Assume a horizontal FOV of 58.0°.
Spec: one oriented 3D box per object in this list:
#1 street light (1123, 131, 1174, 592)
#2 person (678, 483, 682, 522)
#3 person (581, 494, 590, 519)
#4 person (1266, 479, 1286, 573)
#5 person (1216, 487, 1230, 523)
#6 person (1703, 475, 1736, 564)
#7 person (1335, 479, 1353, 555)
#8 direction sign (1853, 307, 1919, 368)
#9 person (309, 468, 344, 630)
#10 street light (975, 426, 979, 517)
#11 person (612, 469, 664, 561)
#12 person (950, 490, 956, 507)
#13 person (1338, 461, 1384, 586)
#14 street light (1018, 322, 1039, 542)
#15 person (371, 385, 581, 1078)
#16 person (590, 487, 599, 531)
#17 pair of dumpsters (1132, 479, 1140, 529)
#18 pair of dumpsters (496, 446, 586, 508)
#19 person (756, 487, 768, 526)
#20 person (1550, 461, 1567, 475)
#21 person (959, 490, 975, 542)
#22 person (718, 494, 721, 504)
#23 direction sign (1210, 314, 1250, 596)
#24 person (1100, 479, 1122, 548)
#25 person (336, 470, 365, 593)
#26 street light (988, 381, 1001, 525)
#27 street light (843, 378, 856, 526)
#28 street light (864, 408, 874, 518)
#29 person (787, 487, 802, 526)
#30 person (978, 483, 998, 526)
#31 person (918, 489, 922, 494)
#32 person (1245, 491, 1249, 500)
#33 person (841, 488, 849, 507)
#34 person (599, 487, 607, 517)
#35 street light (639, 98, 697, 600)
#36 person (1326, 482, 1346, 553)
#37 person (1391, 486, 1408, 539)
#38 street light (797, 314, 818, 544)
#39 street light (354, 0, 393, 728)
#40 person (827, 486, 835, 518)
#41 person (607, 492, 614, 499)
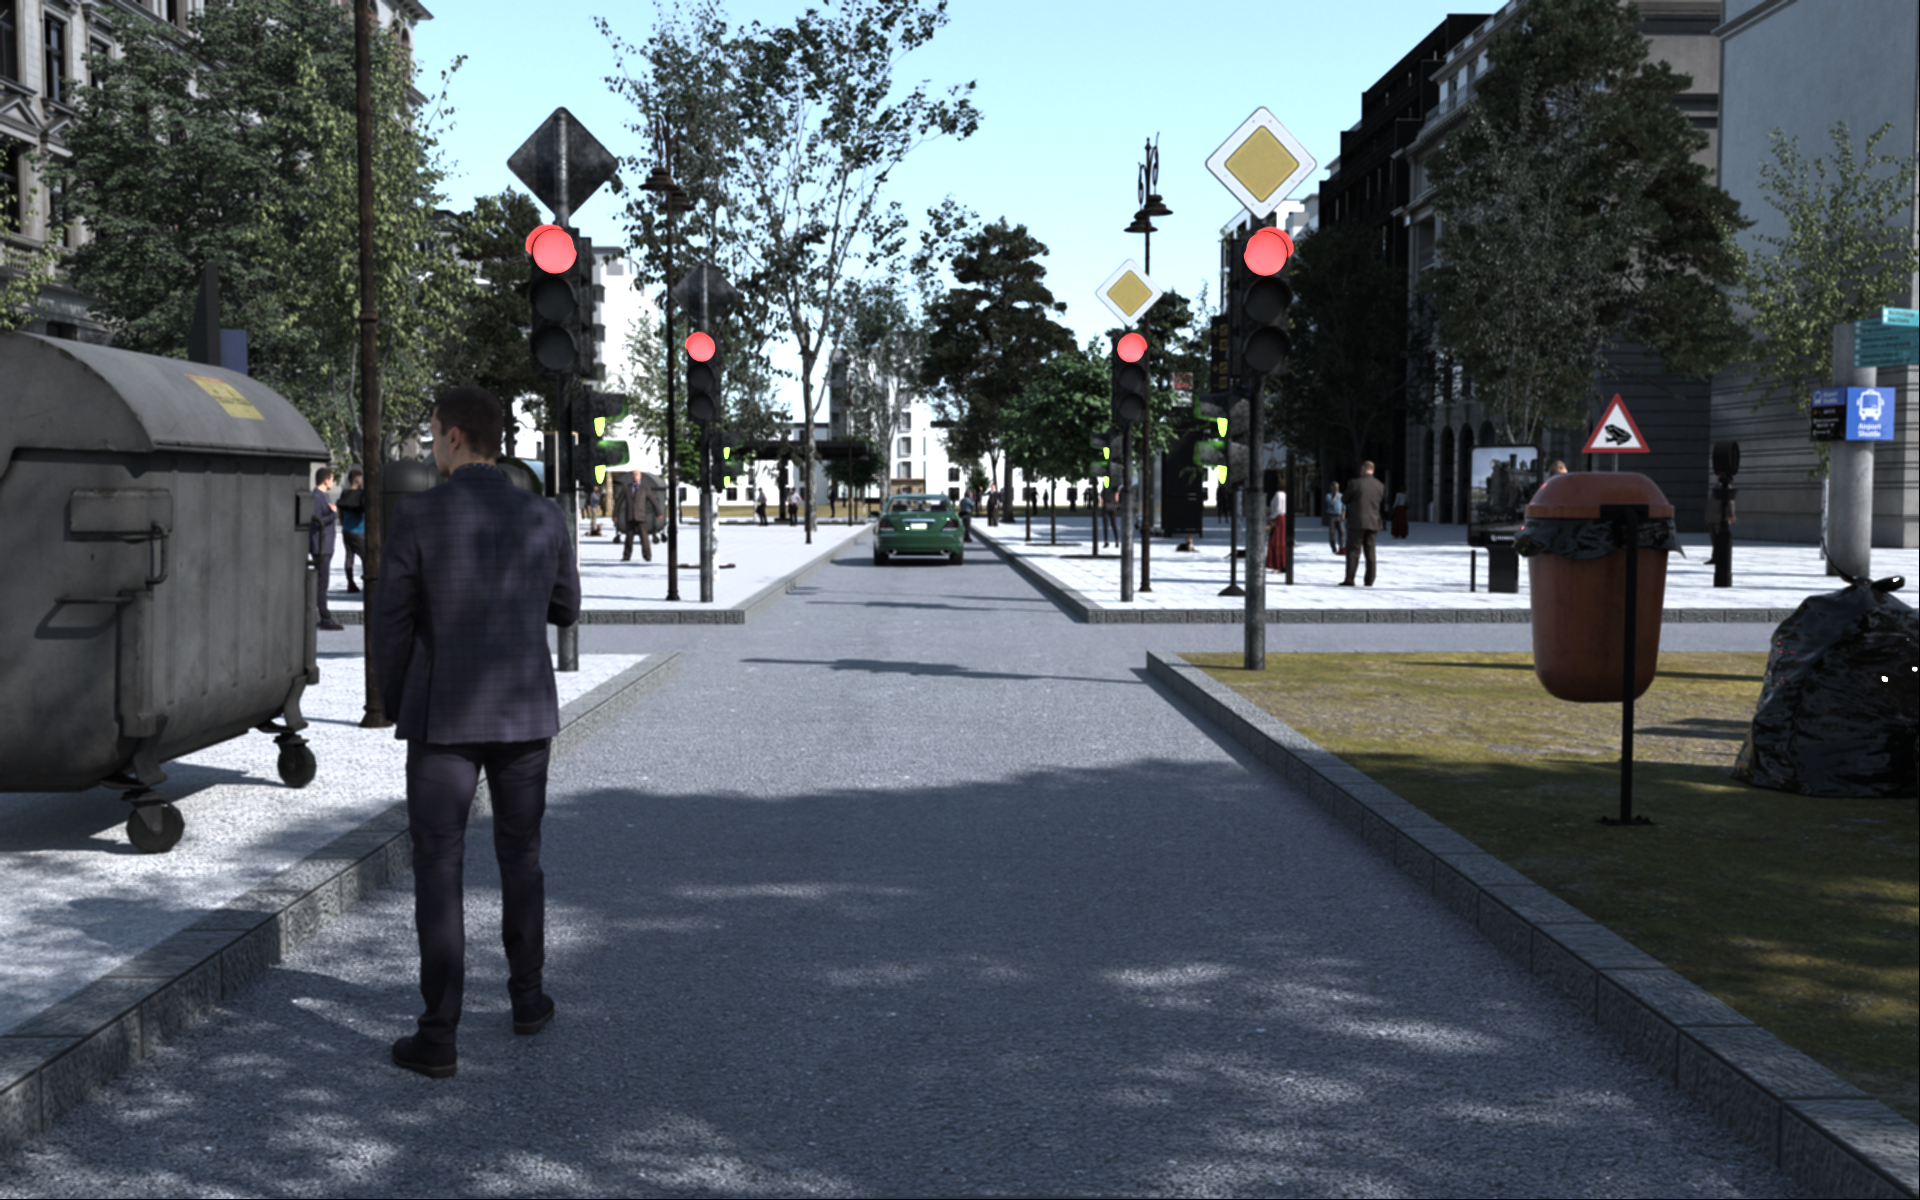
[{"bbox_3d":[2.436,-3.047,22.598,0.468,5.910,1.993,0,4,-1],"label":"street light"},{"bbox_3d":[-12.885,-4.442,78.543,0.599,1.838,0.709,-1,4,-12],"label":"person"},{"bbox_3d":[-19.033,-4.847,87.984,0.574,1.496,0.600,0,4,7],"label":"person"},{"bbox_3d":[5.186,-1.200,28.128,0.387,1.526,0.523,2,4,32],"label":"person"},{"bbox_3d":[11.648,-4.231,76.688,0.593,1.643,0.415,-1,4,-15],"label":"person"},{"bbox_3d":[13.720,-1.512,31.325,0.434,1.755,0.990,0,4,-1],"label":"person"},{"bbox_3d":[8.183,-1.729,36.175,0.662,1.594,0.647,1,4,14],"label":"person"},{"bbox_3d":[12.335,-2.059,22.425,1.411,3.948,2.525,-2,4,-27],"label":"direction sign"},{"bbox_3d":[-6.762,-0.546,18.351,0.530,1.710,0.541,0,4,-3],"label":"person"},{"bbox_3d":[0.947,-7.460,94.761,0.468,5.910,1.993,0,4,-1],"label":"street light"},{"bbox_3d":[-6.159,-1.617,33.039,0.990,1.755,0.434,0,4,3],"label":"person"},{"bbox_3d":[-0.658,-10.216,175.154,0.705,1.869,1.348,2,4,26],"label":"person"},{"bbox_3d":[5.582,-1.067,24.175,0.565,1.739,0.600,-3,5,-41],"label":"person"},{"bbox_3d":[1.843,-4.521,46.705,0.468,5.910,1.993,0,4,-1],"label":"street light"},{"bbox_3d":[-1.243,0.301,4.493,0.541,1.710,0.530,-2,4,-23],"label":"person"},{"bbox_3d":[-11.422,-2.822,54.252,0.319,1.574,0.516,-1,4,-12],"label":"person"},{"bbox_3d":[7.067,-3.600,61.350,1.574,2.255,4.436,0,4,-1],"label":"pair of dumpsters"},{"bbox_3d":[-8.515,-1.927,33.994,1.574,2.255,4.436,0,4,-1],"label":"pair of dumpsters"},{"bbox_3d":[-7.917,-3.744,69.463,0.590,1.554,0.614,-3,4,-36],"label":"person"},{"bbox_3d":[8.154,-1.035,23.652,0.600,1.739,0.565,-1,4,-15],"label":"person"},{"bbox_3d":[0.209,-2.487,51.368,0.429,1.552,0.499,0,4,-8],"label":"person"},{"bbox_3d":[-21.943,-9.174,156.982,0.756,1.711,0.436,-2,4,-29],"label":"person"},{"bbox_3d":[3.453,-1.822,21.782,0.379,3.537,0.876,-2,4,-34],"label":"direction sign"},{"bbox_3d":[3.568,-2.068,41.326,0.415,1.643,0.593,3,5,39],"label":"person"},{"bbox_3d":[-7.790,-0.894,22.531,0.647,1.594,0.662,1,4,21],"label":"person"},{"bbox_3d":[1.408,-6.001,70.903,0.468,5.910,1.993,0,4,-1],"label":"street light"},{"bbox_3d":[-4.392,-5.894,69.157,0.468,5.910,1.993,0,4,-1],"label":"street light"},{"bbox_3d":[-4.867,-7.349,92.951,0.468,5.910,1.993,0,4,-1],"label":"street light"},{"bbox_3d":[-6.617,-3.722,69.107,0.614,1.554,0.590,0,4,3],"label":"person"},{"bbox_3d":[1.149,-3.784,68.707,0.742,1.727,0.445,0,4,-5],"label":"person"},{"bbox_3d":[-2.832,-7.130,125.056,0.705,1.826,1.348,-2,4,-26],"label":"person"},{"bbox_3d":[13.439,-4.282,79.238,0.799,1.438,0.628,0,4,5],"label":"person"},{"bbox_3d":[-11.161,-9.882,167.601,0.705,1.826,1.348,-2,4,-33],"label":"person"},{"bbox_3d":[-20.455,-5.639,98.975,0.721,1.736,1.217,-2,4,-24],"label":"person"},{"bbox_3d":[-3.476,-2.936,20.793,0.468,5.910,1.993,0,4,-1],"label":"street light"},{"bbox_3d":[8.197,-1.798,37.657,0.499,1.552,0.429,0,4,8],"label":"person"},{"bbox_3d":[12.706,-2.536,49.976,0.523,1.526,0.387,-1,4,-21],"label":"person"},{"bbox_3d":[-3.915,-4.391,44.588,0.468,5.910,1.993,0,4,-1],"label":"street light"},{"bbox_3d":[-3.227,-2.239,9.394,0.468,5.910,1.993,0,4,-1],"label":"street light"},{"bbox_3d":[-7.021,-5.347,94.177,0.504,1.737,0.576,-1,4,-9],"label":"person"},{"bbox_3d":[-20.480,-5.912,103.432,1.217,1.735,0.721,-1,4,-17],"label":"person"}]
